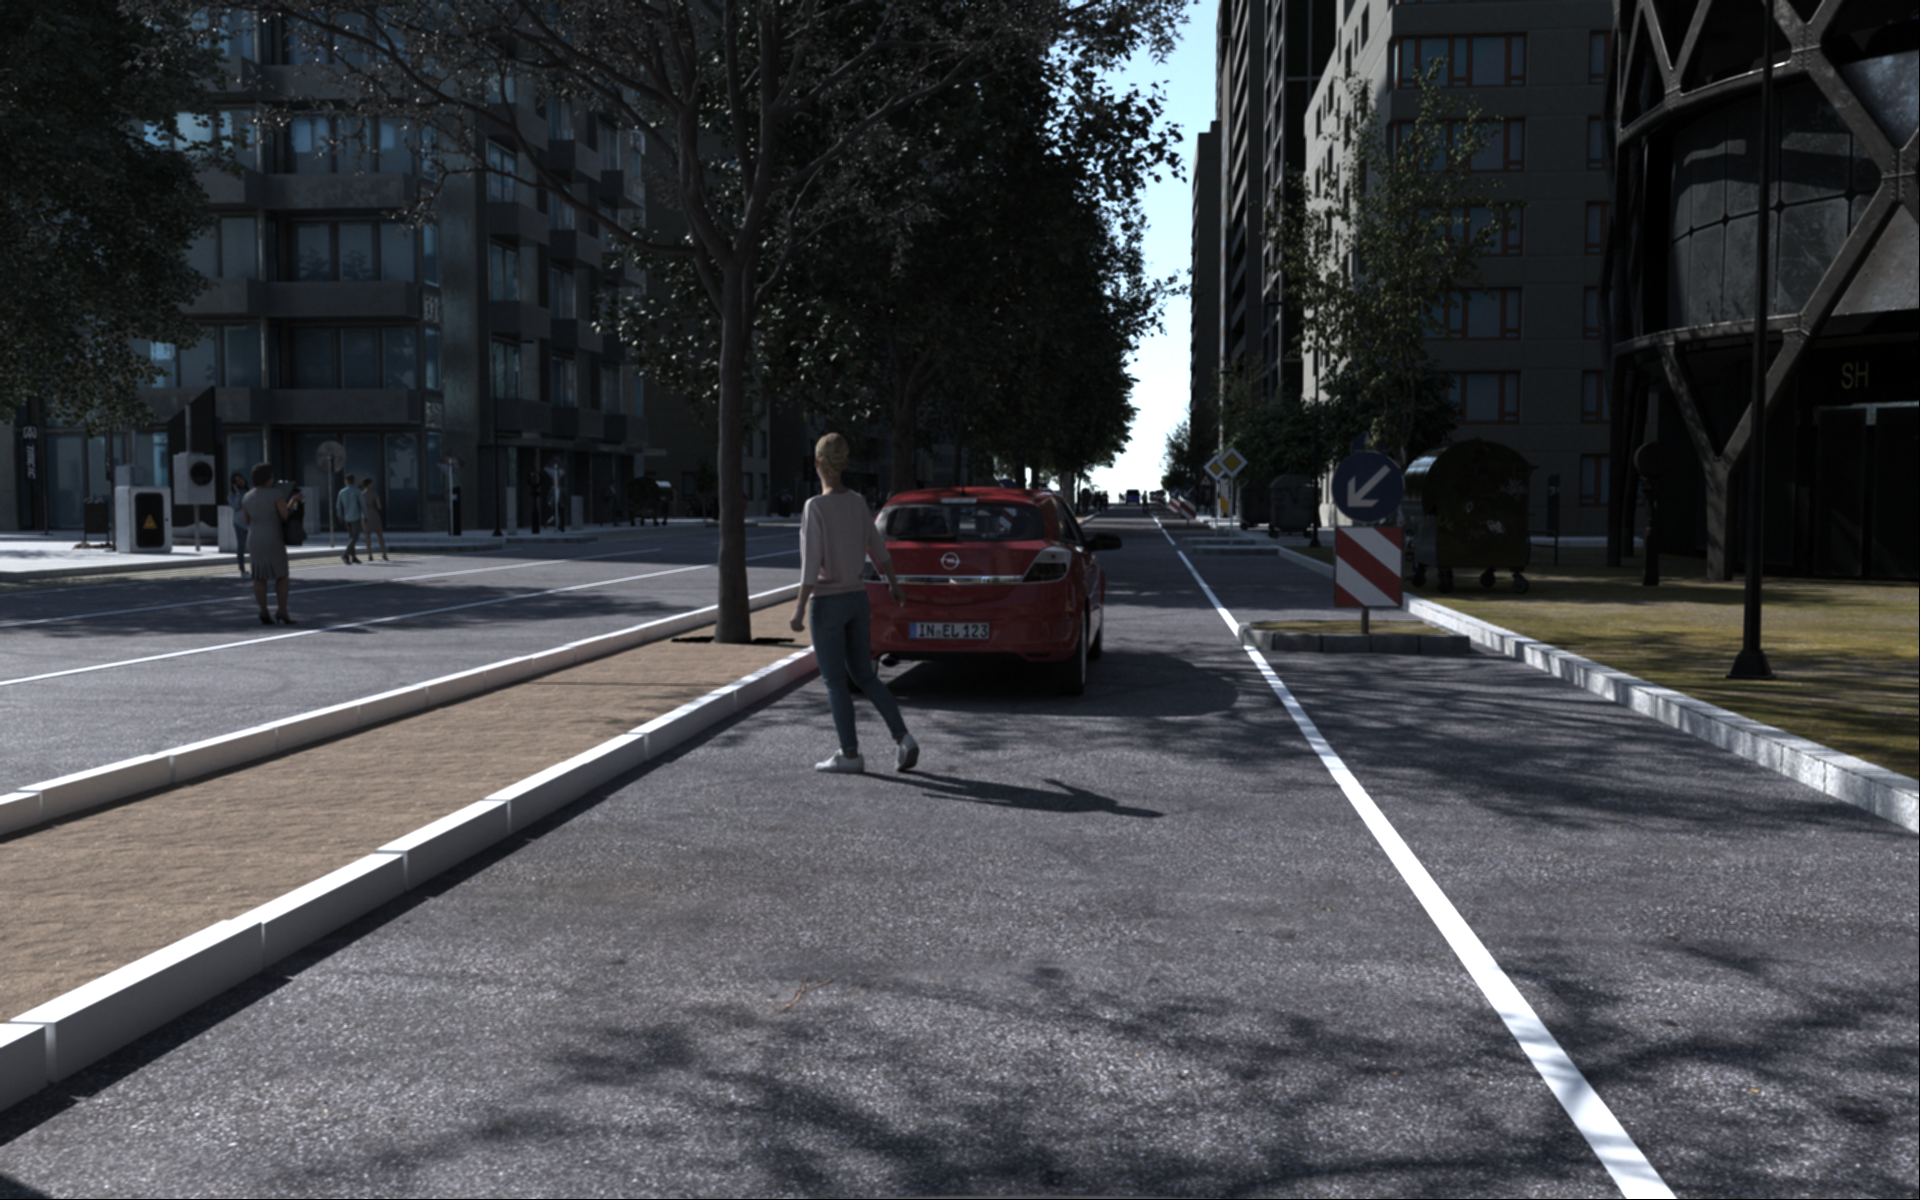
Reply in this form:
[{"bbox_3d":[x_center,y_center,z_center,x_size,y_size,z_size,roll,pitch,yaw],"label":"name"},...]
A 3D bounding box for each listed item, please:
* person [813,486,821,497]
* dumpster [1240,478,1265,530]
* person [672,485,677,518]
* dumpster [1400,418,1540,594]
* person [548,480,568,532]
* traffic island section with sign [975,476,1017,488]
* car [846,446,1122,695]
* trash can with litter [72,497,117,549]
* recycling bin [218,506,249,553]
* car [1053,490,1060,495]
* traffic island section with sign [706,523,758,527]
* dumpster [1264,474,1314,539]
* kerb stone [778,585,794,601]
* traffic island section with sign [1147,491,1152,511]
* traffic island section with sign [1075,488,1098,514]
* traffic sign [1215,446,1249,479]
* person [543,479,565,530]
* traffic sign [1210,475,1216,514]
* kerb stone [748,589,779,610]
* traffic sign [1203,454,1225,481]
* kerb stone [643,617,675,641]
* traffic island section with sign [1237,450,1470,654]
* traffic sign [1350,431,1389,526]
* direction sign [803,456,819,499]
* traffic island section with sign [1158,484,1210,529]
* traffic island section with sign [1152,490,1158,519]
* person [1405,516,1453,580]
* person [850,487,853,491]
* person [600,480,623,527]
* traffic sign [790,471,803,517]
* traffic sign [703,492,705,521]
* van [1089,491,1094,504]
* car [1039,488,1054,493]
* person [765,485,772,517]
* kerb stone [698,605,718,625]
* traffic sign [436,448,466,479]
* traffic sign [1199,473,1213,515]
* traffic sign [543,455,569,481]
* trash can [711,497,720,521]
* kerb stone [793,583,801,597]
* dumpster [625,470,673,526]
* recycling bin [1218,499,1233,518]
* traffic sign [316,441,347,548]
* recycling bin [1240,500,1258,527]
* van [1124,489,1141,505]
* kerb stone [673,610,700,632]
[{"bbox_3d":[-9.528,-6.723,115.929,0.822,1.834,0.622,3,5,41],"label":"person"},{"bbox_3d":[10.614,-3.411,61.525,1.264,1.857,1.865,0,4,6],"label":"dumpster"},{"bbox_3d":[-15.152,-5.216,91.657,0.374,1.781,0.599,1,4,9],"label":"person"},{"bbox_3d":[6.745,-1.254,23.003,1.502,2.255,1.985,0,4,6],"label":"dumpster"},{"bbox_3d":[-13.382,-3.134,57.681,0.661,1.777,0.834,-1,4,-18],"label":"person"},{"bbox_3d":[1.388,-2.573,50.201,2.006,1.907,1.989,0,4,6],"label":"traffic island section with sign"},{"bbox_3d":[0.203,-0.297,13.904,2.155,1.783,4.494,0,4,7],"label":"car"},{"bbox_3d":[-20.115,-1.846,41.240,2.233,1.210,1.678,-3,5,-42],"label":"trash can with litter"},{"bbox_3d":[-15.706,-1.550,37.895,0.722,1.027,0.722,2,4,24],"label":"recycling bin"},{"bbox_3d":[8.949,-9.160,158.431,2.281,1.827,5.304,0,4,4],"label":"car"},{"bbox_3d":[-9.784,-4.042,74.710,1.989,1.847,2.006,0,4,6],"label":"traffic island section with sign"},{"bbox_3d":[9.555,-2.697,49.849,1.264,1.857,1.865,0,4,6],"label":"dumpster"},{"bbox_3d":[-2.420,-0.067,23.302,0.120,0.150,1.000,0,4,6],"label":"kerb stone"},{"bbox_3d":[17.295,-8.616,149.498,1.989,1.847,2.006,0,4,6],"label":"traffic island section with sign"},{"bbox_3d":[9.027,-7.145,124.952,2.006,1.907,1.989,0,4,6],"label":"traffic island section with sign"},{"bbox_3d":[6.590,-2.429,41.903,0.795,2.593,0.064,0,4,6],"label":"traffic sign"},{"bbox_3d":[-14.320,-3.374,61.092,0.818,1.842,0.514,-1,4,-21],"label":"person"},{"bbox_3d":[16.073,-6.787,111.070,0.768,2.556,0.104,1,4,15],"label":"traffic sign"},{"bbox_3d":[-2.521,-0.004,22.285,0.120,0.150,1.000,0,4,6],"label":"kerb stone"},{"bbox_3d":[7.403,-2.915,49.846,0.795,2.593,0.064,0,4,6],"label":"traffic sign"},{"bbox_3d":[-3.046,0.307,17.179,0.120,0.150,1.000,0,4,6],"label":"kerb stone"},{"bbox_3d":[3.685,-0.485,16.558,1.989,1.847,2.006,0,4,6],"label":"traffic island section with sign"},{"bbox_3d":[8.235,-2.125,34.857,0.768,2.556,0.104,1,4,13],"label":"traffic sign"},{"bbox_3d":[-9.163,-6.982,106.156,0.876,3.537,0.379,-1,4,-14],"label":"direction sign"},{"bbox_3d":[9.368,-3.880,72.058,1.989,1.847,2.006,0,4,6],"label":"traffic island section with sign"},{"bbox_3d":[12.117,-5.520,98.874,1.989,1.847,2.006,0,4,6],"label":"traffic island section with sign"},{"bbox_3d":[7.002,-1.206,25.667,0.656,1.842,0.836,-2,4,-33],"label":"person"},{"bbox_3d":[-7.557,-6.839,118.132,0.573,1.790,0.520,-1,4,-11],"label":"person"},{"bbox_3d":[-13.702,-3.789,67.957,0.822,1.834,0.622,1,4,9],"label":"person"},{"bbox_3d":[-9.227,-5.952,97.422,0.768,2.556,0.104,1,4,12],"label":"traffic sign"},{"bbox_3d":[-11.691,-4.836,79.073,0.884,2.594,0.081,1,4,15],"label":"traffic sign"},{"bbox_3d":[17.833,-14.378,242.086,2.013,2.044,4.112,0,4,8],"label":"van"},{"bbox_3d":[5.292,-6.419,113.617,2.281,1.827,5.304,0,4,7],"label":"car"},{"bbox_3d":[-10.519,-5.465,95.664,0.573,1.790,0.520,-2,4,-30],"label":"person"},{"bbox_3d":[-2.833,0.182,19.230,0.120,0.150,1.000,0,4,6],"label":"kerb stone"},{"bbox_3d":[-12.901,-2.552,43.910,0.795,2.593,0.064,0,4,6],"label":"traffic sign"},{"bbox_3d":[15.360,-6.626,108.335,0.884,2.594,0.081,0,4,7],"label":"traffic sign"},{"bbox_3d":[-12.088,-3.038,51.854,0.795,2.593,0.064,0,4,6],"label":"traffic sign"},{"bbox_3d":[-11.561,-4.357,82.889,0.748,1.137,0.748,0,3,0],"label":"trash can"},{"bbox_3d":[-2.310,-0.130,24.319,0.120,0.150,1.000,0,4,6],"label":"kerb stone"},{"bbox_3d":[-12.457,-4.090,69.361,1.502,2.255,1.985,0,4,6],"label":"dumpster"},{"bbox_3d":[14.480,-5.010,94.471,0.722,1.027,0.722,0,4,2],"label":"recycling bin"},{"bbox_3d":[-15.046,-2.528,41.442,0.768,2.556,0.104,0,4,6],"label":"traffic sign"},{"bbox_3d":[11.335,-3.386,67.914,0.722,1.027,0.722,1,4,9],"label":"recycling bin"},{"bbox_3d":[22.948,-13.827,230.463,2.240,2.365,5.245,0,4,5],"label":"van"},{"bbox_3d":[-2.945,0.244,18.205,0.120,0.150,1.000,0,4,6],"label":"kerb stone"}]
